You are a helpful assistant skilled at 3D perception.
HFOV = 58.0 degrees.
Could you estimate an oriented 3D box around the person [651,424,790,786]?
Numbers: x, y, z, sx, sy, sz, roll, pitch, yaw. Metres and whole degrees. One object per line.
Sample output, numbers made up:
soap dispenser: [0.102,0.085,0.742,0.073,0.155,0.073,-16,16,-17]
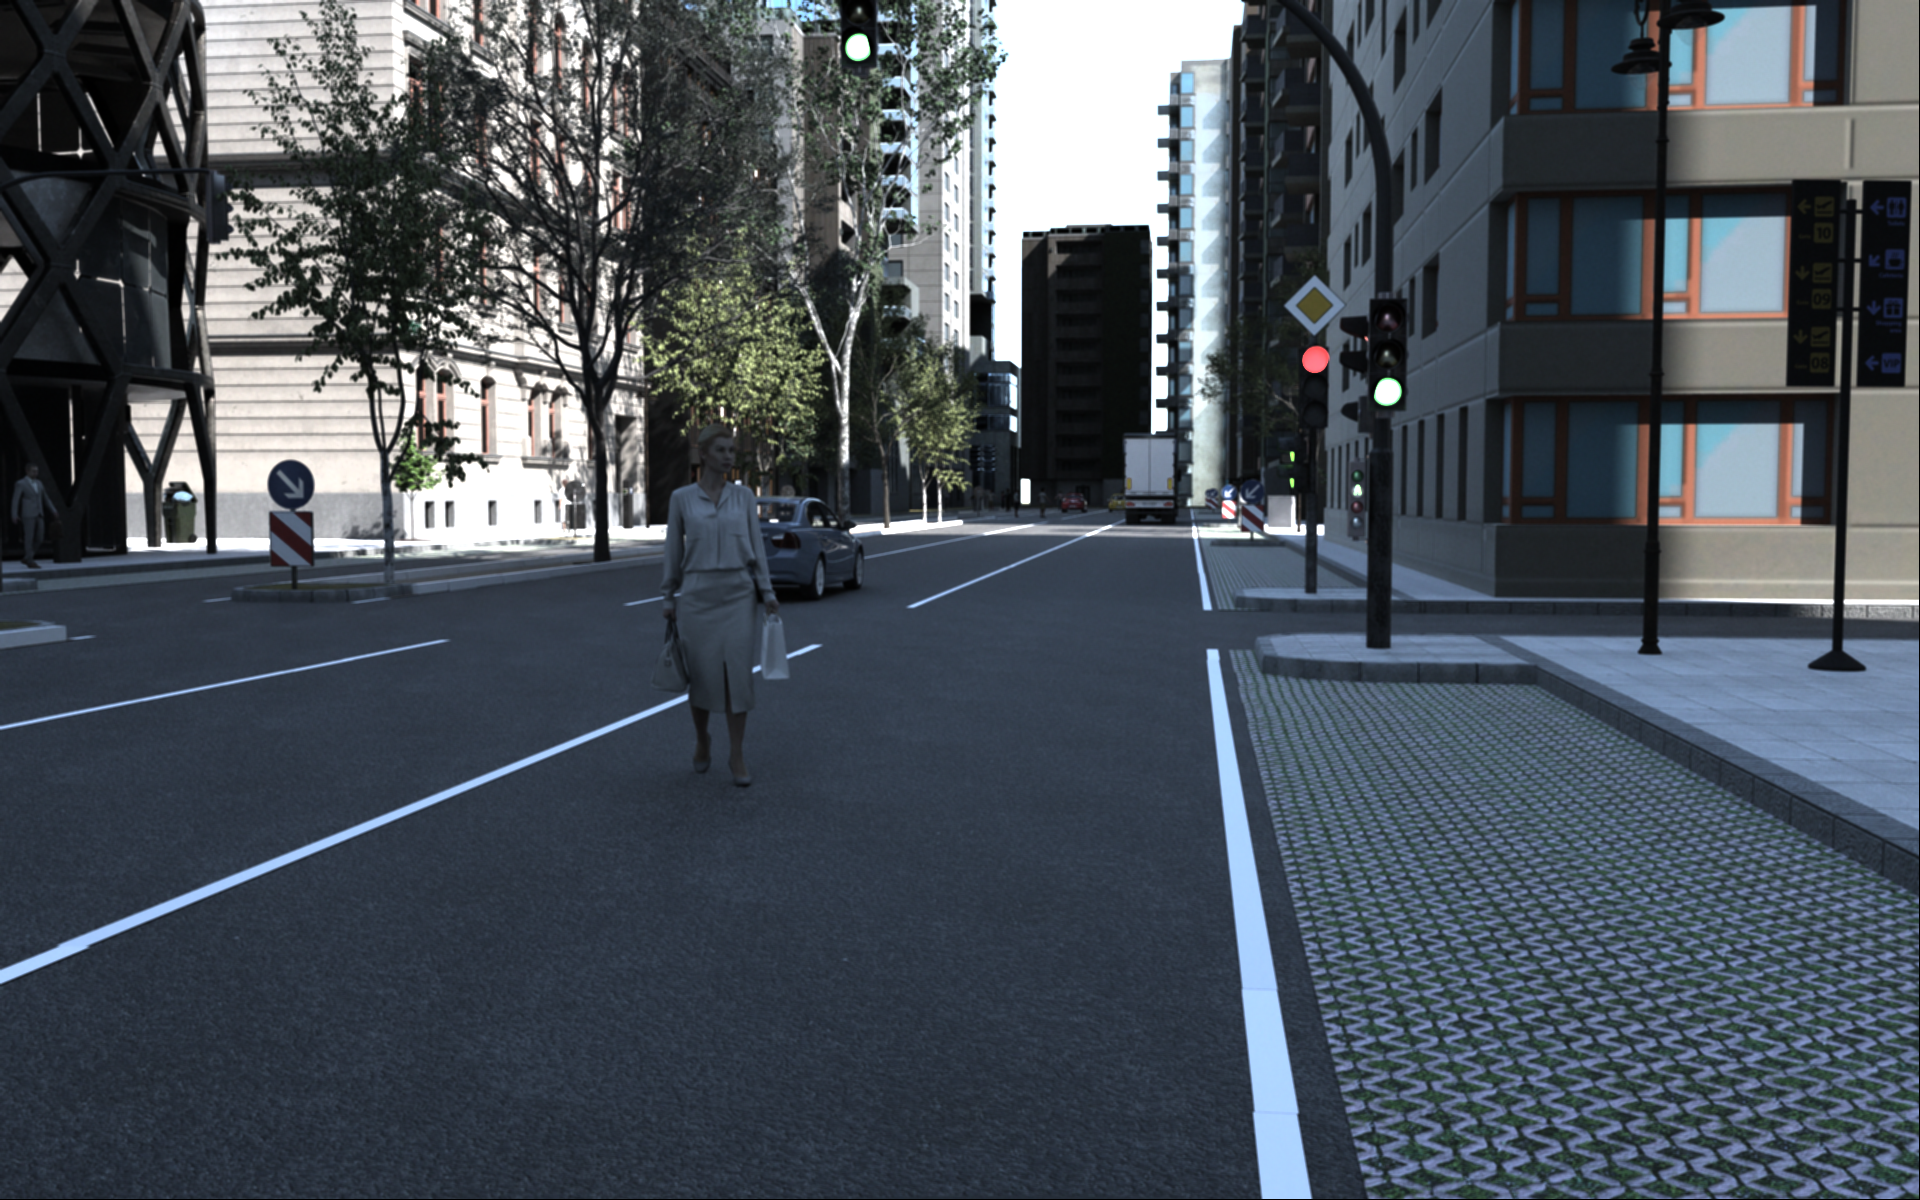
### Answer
person: [-1.191,0.008,8.719,0.694,1.780,0.624,0,4,0]

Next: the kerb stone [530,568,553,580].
kerb stone: [-7.134,-0.424,29.154,0.120,0.150,1.000,0,4,8]

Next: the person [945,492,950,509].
person: [-1.152,-8.699,151.496,0.697,1.427,0.421,-3,4,-36]

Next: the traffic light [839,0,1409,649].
traffic light: [1.389,-2.437,14.516,4.771,5.953,1.251,0,4,8]

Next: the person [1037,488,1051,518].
person: [5.021,-5.871,104.500,0.705,1.824,1.348,-2,4,-33]

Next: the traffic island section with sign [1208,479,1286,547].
traffic island section with sign: [7.923,-2.392,47.739,1.989,1.847,2.006,0,4,8]

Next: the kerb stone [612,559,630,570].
kerb stone: [-6.597,-0.674,33.209,0.120,0.150,1.000,0,4,8]

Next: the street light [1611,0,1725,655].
street light: [5.545,-2.505,13.743,0.468,5.910,1.993,0,4,8]

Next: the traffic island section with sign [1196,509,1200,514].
traffic island section with sign: [17.918,-7.013,123.286,1.989,1.847,2.006,0,4,8]

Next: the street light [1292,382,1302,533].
street light: [11.283,-5.181,57.493,0.468,5.910,1.993,0,4,8]

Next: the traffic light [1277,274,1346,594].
traffic light: [4.522,-2.042,22.300,0.839,4.253,0.868,0,4,8]

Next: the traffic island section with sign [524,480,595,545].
traffic island section with sign: [-11.203,-2.511,49.682,1.989,1.847,2.006,0,4,8]

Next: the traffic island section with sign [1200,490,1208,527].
traffic island section with sign: [11.468,-4.032,74.549,1.989,1.847,2.006,0,4,8]

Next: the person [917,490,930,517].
person: [-2.310,-6.166,110.107,0.721,1.735,1.217,3,5,42]

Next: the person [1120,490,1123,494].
person: [15.446,-9.565,164.909,0.705,1.821,1.348,2,4,33]

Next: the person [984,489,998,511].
person: [2.565,-8.268,143.690,1.348,1.824,0.705,2,4,24]

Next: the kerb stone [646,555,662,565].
kerb stone: [-6.328,-0.798,35.247,0.120,0.150,1.000,0,4,8]

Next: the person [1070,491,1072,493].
person: [10.862,-9.830,170.136,0.530,1.710,0.541,1,4,18]

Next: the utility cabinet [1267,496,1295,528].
utility cabinet: [12.171,-3.329,65.584,1.020,1.237,0.306,3,4,36]

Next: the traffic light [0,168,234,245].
traffic light: [-12.689,-3.053,24.588,4.771,5.953,1.251,0,4,8]

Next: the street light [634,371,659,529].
street light: [-11.606,-5.591,64.207,0.468,5.910,1.993,0,4,8]

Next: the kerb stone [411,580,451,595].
kerb stone: [-7.682,-0.177,25.083,0.120,0.150,1.000,0,4,8]

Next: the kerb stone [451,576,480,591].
kerb stone: [-7.535,-0.239,26.095,0.120,0.150,1.000,0,4,8]

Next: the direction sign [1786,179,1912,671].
direction sign: [6.432,-1.260,12.597,0.876,3.537,0.379,0,4,-4]

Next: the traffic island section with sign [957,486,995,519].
traffic island section with sign: [0.970,-5.516,98.331,2.006,1.907,1.989,0,4,8]

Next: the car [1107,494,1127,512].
car: [12.694,-7.780,137.430,2.015,1.641,3.980,0,4,6]

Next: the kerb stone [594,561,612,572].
kerb stone: [-6.738,-0.608,32.195,0.120,0.150,1.000,0,4,8]

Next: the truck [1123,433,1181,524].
truck: [9.505,-5.925,85.787,2.839,4.237,11.283,0,4,7]

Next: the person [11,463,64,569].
person: [-15.983,-1.451,29.892,0.853,1.813,0.709,1,4,17]

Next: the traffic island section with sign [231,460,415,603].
traffic island section with sign: [-8.877,-0.960,23.838,2.006,1.907,1.989,0,4,8]

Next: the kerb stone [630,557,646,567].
kerb stone: [-6.467,-0.736,34.229,0.120,0.150,1.000,0,4,8]

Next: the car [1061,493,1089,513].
car: [8.878,-7.653,134.173,2.155,1.783,4.494,0,4,8]

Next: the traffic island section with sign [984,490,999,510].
traffic island section with sign: [2.415,-8.806,152.607,1.989,1.847,2.006,0,4,8]

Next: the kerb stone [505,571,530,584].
kerb stone: [-7.269,-0.361,28.140,0.120,0.150,1.000,0,4,8]

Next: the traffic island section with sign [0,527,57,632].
traffic island section with sign: [-9.858,-0.511,16.496,2.006,1.907,1.989,0,4,8]

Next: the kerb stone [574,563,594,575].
kerb stone: [-6.868,-0.550,31.181,0.120,0.150,1.000,0,4,8]

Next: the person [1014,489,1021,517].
person: [3.621,-6.054,108.279,0.721,1.735,1.217,1,4,13]

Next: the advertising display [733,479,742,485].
advertising display: [-9.671,-4.283,75.241,0.123,1.923,0.974,1,4,10]

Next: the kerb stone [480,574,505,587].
kerb stone: [-7.411,-0.301,27.110,0.120,0.150,1.000,0,4,8]

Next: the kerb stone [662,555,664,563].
kerb stone: [-6.198,-0.860,36.261,0.120,0.150,1.000,0,4,8]

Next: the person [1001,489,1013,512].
person: [3.814,-7.970,138.437,0.705,1.869,1.348,-3,5,-44]

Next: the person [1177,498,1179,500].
person: [19.592,-9.145,158.747,0.721,1.735,1.217,-3,4,-36]

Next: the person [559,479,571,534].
person: [-12.804,-3.032,56.187,0.480,1.755,0.524,-3,4,-37]

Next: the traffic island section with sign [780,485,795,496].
traffic island section with sign: [-7.668,-4.147,76.426,1.989,1.847,2.006,0,4,8]

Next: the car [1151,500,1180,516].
car: [13.317,-6.306,112.896,2.009,1.686,4.222,0,4,6]

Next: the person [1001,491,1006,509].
person: [4.293,-9.812,169.611,0.721,1.739,1.217,2,4,27]

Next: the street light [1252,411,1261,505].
street light: [16.445,-7.547,96.173,0.468,5.910,1.993,0,4,8]

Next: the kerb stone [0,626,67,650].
kerb stone: [-8.828,0.357,16.378,0.120,0.150,1.000,0,4,8]

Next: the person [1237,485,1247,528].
person: [11.781,-3.860,71.817,0.583,1.804,0.606,1,4,9]

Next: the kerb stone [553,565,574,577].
kerb stone: [-7.003,-0.485,30.168,0.120,0.150,1.000,0,4,8]

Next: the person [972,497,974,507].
person: [1.543,-9.822,169.816,0.799,1.438,0.628,-1,4,-18]

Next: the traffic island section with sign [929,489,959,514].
traffic island section with sign: [-1.137,-7.167,125.808,1.989,1.847,2.006,0,4,8]

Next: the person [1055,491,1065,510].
person: [8.820,-8.676,151.057,1.217,1.736,0.721,-1,4,-17]

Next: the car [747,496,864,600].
car: [-2.564,-0.779,24.738,2.014,1.417,4.499,0,4,8]

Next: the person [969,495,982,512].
person: [1.321,-7.997,139.339,1.348,1.812,0.705,-2,4,-31]
